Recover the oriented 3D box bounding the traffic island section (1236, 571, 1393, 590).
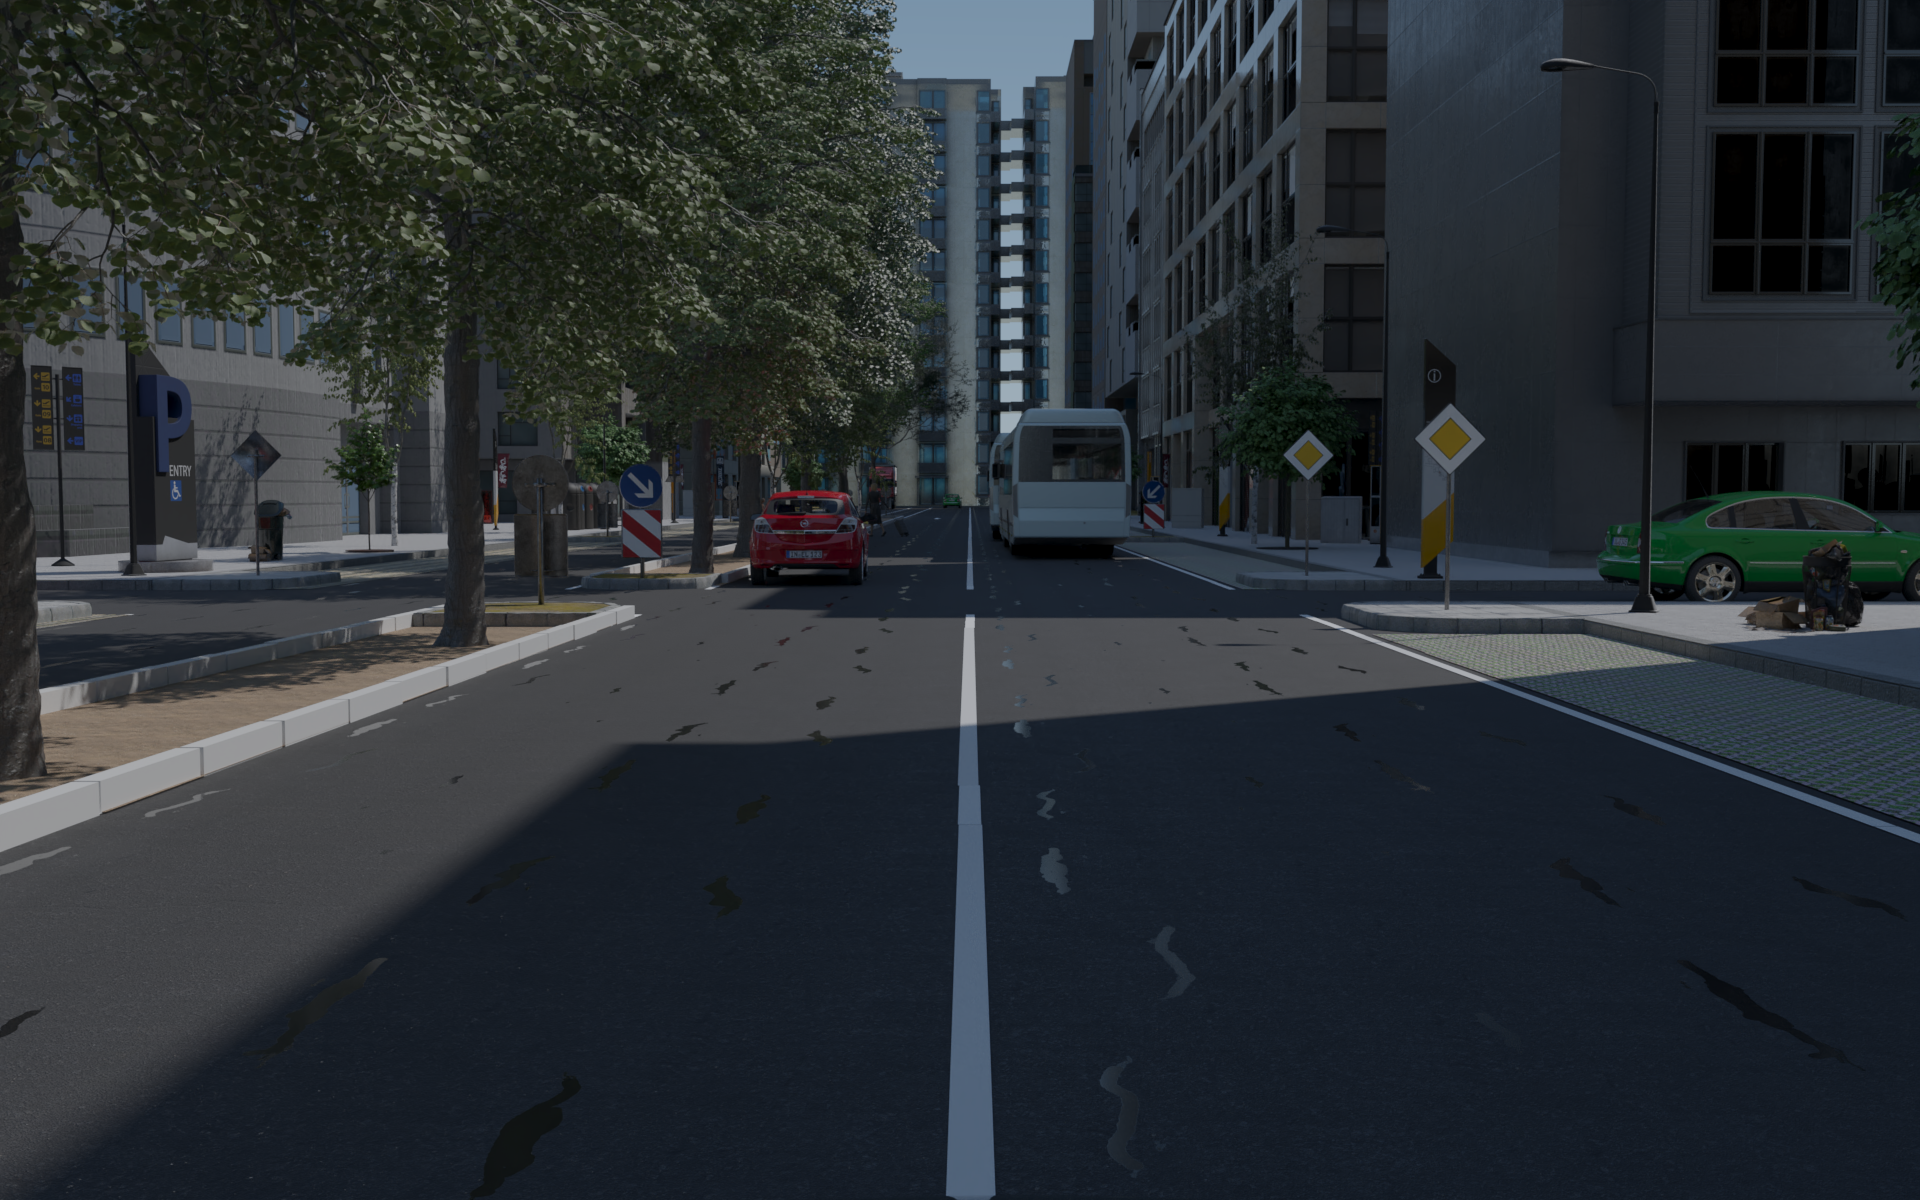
[{"bbox_3d":[5.461,-0.300,27.188,2.009,0.180,2.903,0,4,0],"label":"traffic island section"}]

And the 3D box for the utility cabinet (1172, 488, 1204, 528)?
[{"bbox_3d":[8.530,-3.433,64.812,1.173,1.500,0.318,2,4,27],"label":"utility cabinet"}]

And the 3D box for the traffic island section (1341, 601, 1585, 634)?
[{"bbox_3d":[5.414,0.188,19.203,2.009,0.180,2.903,0,4,0],"label":"traffic island section"}]

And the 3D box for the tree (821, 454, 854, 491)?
[{"bbox_3d":[-12.480,-14.057,180.195,4.360,8.622,3.978,0,3,0],"label":"tree"}]

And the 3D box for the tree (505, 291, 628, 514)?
[{"bbox_3d":[-13.450,-6.617,58.555,4.737,8.622,4.395,0,3,0],"label":"tree"}]

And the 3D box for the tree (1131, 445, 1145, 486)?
[{"bbox_3d":[8.033,-6.581,91.314,4.285,4.588,4.351,0,3,0],"label":"tree"}]

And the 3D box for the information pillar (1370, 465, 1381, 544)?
[{"bbox_3d":[10.672,-2.429,44.205,0.304,2.012,0.304,3,5,40],"label":"information pillar"}]

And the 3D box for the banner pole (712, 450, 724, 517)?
[{"bbox_3d":[-13.867,-6.667,99.021,0.863,3.779,0.401,0,4,-8],"label":"banner pole"}]

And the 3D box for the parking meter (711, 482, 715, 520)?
[{"bbox_3d":[-12.447,-4.935,86.405,0.399,1.863,0.255,3,5,43],"label":"parking meter"}]

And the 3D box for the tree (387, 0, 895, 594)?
[{"bbox_3d":[-4.460,-6.650,29.307,7.486,12.596,7.792,0,3,0],"label":"tree"}]

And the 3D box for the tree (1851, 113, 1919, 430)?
[{"bbox_3d":[7.716,-1.702,11.540,4.285,4.588,4.351,0,3,0],"label":"tree"}]

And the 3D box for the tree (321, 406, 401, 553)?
[{"bbox_3d":[-13.158,-2.660,38.098,1.663,3.219,1.824,0,3,0],"label":"tree"}]

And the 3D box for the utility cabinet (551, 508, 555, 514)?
[{"bbox_3d":[-16.883,-3.811,73.473,0.306,1.237,1.020,3,5,41],"label":"utility cabinet"}]

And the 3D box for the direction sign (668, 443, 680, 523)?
[{"bbox_3d":[-12.542,-5.138,76.009,0.379,3.537,0.876,-3,5,-44],"label":"direction sign"}]

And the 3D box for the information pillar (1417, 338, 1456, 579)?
[{"bbox_3d":[7.216,-2.130,26.173,0.504,3.616,0.183,0,4,-4],"label":"information pillar"}]

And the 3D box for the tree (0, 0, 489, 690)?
[{"bbox_3d":[-4.771,-5.858,16.362,7.486,12.596,7.792,0,3,0],"label":"tree"}]

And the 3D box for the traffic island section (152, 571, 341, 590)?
[{"bbox_3d":[-11.080,-0.306,27.289,2.009,0.180,2.903,0,4,0],"label":"traffic island section"}]

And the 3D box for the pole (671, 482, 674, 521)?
[{"bbox_3d":[-13.807,-5.475,83.357,0.158,3.312,0.155,0,3,0],"label":"pole"}]

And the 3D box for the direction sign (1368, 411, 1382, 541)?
[{"bbox_3d":[11.371,-3.386,47.363,0.379,3.537,0.876,3,5,40],"label":"direction sign"}]

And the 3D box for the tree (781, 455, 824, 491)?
[{"bbox_3d":[-13.297,-10.140,149.501,4.285,4.588,4.351,0,3,0],"label":"tree"}]

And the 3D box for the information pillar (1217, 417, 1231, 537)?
[{"bbox_3d":[7.987,-3.726,52.280,0.183,3.616,0.504,-1,4,-23],"label":"information pillar"}]

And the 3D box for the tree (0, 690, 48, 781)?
[{"bbox_3d":[-4.956,-5.395,8.791,7.486,12.596,7.792,0,3,0],"label":"tree"}]

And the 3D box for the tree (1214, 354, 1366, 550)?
[{"bbox_3d":[7.695,-3.459,40.275,4.285,4.588,4.351,0,3,0],"label":"tree"}]

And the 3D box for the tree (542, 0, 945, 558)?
[{"bbox_3d":[-4.782,-7.931,38.790,9.857,13.997,8.962,0,3,0],"label":"tree"}]

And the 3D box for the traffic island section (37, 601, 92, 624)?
[{"bbox_3d":[-11.127,0.182,19.304,2.009,0.180,2.903,0,4,0],"label":"traffic island section"}]

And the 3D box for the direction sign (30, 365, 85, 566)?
[{"bbox_3d":[-15.994,-2.372,30.774,0.379,3.537,0.876,3,5,40],"label":"direction sign"}]

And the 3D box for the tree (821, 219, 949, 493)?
[{"bbox_3d":[-4.154,-8.151,61.480,9.928,11.665,9.643,0,3,0],"label":"tree"}]

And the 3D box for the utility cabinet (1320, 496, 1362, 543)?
[{"bbox_3d":[9.957,-2.085,45.245,1.020,1.237,0.306,2,4,28],"label":"utility cabinet"}]

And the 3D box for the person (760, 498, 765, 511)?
[{"bbox_3d":[-8.657,-3.854,76.182,0.373,1.253,0.362,0,4,-8],"label":"person"}]

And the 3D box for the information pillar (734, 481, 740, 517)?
[{"bbox_3d":[-12.571,-5.718,97.977,0.304,2.012,0.304,-2,4,-25],"label":"information pillar"}]

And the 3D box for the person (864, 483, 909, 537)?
[{"bbox_3d":[-2.531,-3.040,58.419,1.509,1.804,0.699,2,4,25],"label":"person"}]

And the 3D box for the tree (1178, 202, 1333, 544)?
[{"bbox_3d":[7.578,-5.758,44.498,4.360,8.622,3.978,0,3,0],"label":"tree"}]

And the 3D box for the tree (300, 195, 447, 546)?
[{"bbox_3d":[-14.117,-5.657,42.862,4.737,8.622,4.395,0,3,0],"label":"tree"}]

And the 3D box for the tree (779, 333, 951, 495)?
[{"bbox_3d":[-4.524,-8.165,70.362,8.767,10.594,7.601,0,4,0],"label":"tree"}]

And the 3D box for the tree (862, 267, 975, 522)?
[{"bbox_3d":[-4.306,-10.639,86.774,12.009,13.543,11.850,0,3,0],"label":"tree"}]

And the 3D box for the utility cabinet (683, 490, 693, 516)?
[{"bbox_3d":[-15.286,-5.481,98.296,0.318,1.500,1.173,-3,5,-40],"label":"utility cabinet"}]

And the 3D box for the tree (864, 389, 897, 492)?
[{"bbox_3d":[-4.488,-7.635,77.651,4.737,8.622,4.395,0,3,0],"label":"tree"}]

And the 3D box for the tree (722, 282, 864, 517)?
[{"bbox_3d":[-4.996,-5.728,46.471,4.737,8.622,4.395,0,3,0],"label":"tree"}]

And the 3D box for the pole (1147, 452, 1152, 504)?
[{"bbox_3d":[9.096,-5.468,83.251,0.158,3.312,0.155,0,3,0],"label":"pole"}]

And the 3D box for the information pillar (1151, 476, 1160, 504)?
[{"bbox_3d":[8.060,-4.104,71.588,0.304,2.012,0.304,-1,4,-9],"label":"information pillar"}]

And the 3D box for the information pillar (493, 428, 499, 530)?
[{"bbox_3d":[-16.590,-4.312,61.852,0.183,3.616,0.504,0,4,-7],"label":"information pillar"}]

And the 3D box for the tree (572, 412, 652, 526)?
[{"bbox_3d":[-14.006,-5.246,69.482,4.285,4.588,4.351,0,3,0],"label":"tree"}]

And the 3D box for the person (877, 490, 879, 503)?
[{"bbox_3d":[-6.601,-7.796,136.700,1.217,1.736,0.721,2,4,34],"label":"person"}]

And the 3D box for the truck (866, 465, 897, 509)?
[{"bbox_3d":[-7.470,-10.955,168.024,2.839,4.237,11.283,0,4,-1],"label":"truck"}]
